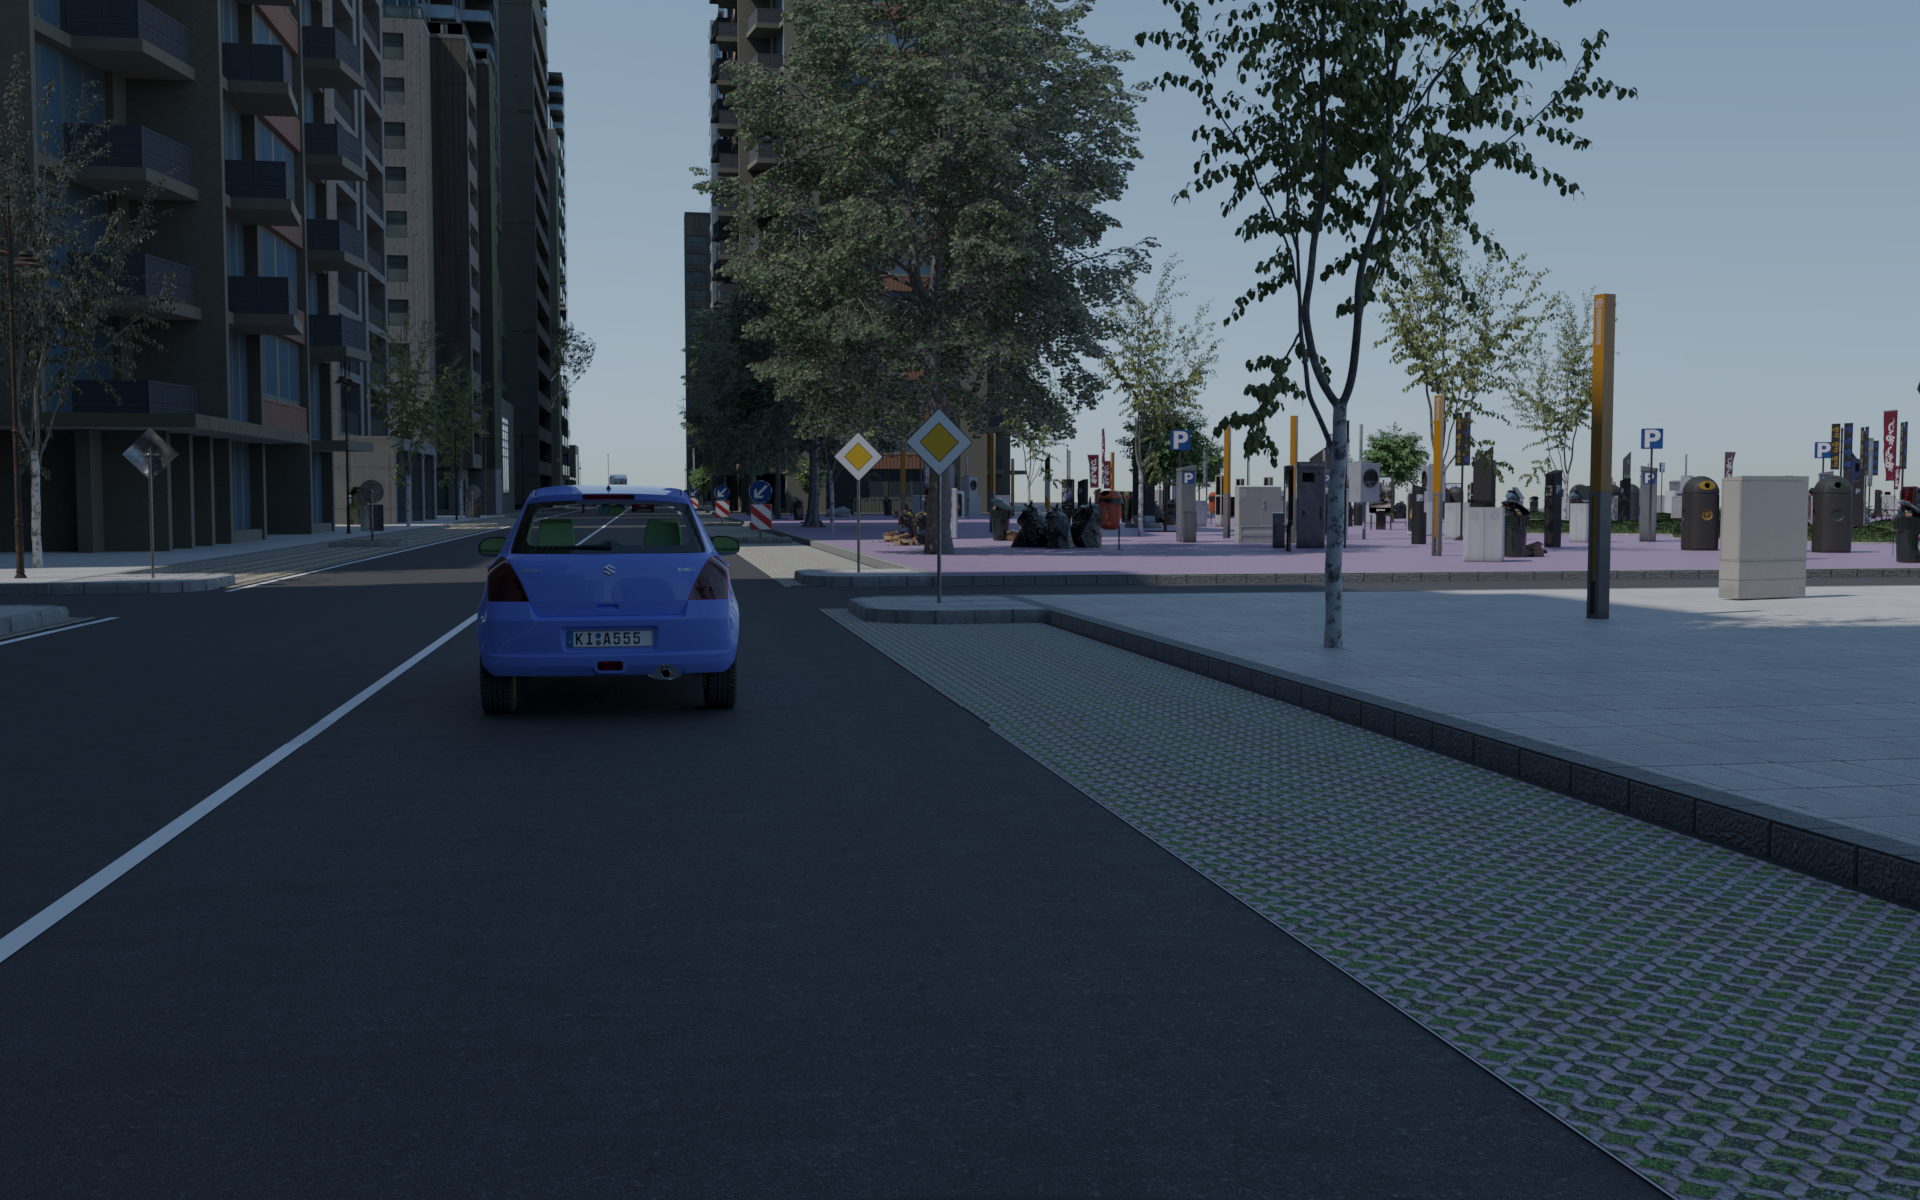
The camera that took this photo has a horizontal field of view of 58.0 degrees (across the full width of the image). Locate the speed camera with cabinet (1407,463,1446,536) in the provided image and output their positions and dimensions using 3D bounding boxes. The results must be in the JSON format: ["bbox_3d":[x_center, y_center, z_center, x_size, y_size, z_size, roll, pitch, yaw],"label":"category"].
[{"bbox_3d":[14.285,-3.593,53.076,0.660,3.252,2.038,0,4,-2],"label":"speed camera with cabinet"}]

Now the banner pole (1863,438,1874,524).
[{"bbox_3d":[35.523,-4.754,67.738,0.863,3.779,0.401,-3,5,-40],"label":"banner pole"}]

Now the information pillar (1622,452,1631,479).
[{"bbox_3d":[36.790,-6.375,95.580,0.504,3.616,0.183,-1,4,-17],"label":"information pillar"}]

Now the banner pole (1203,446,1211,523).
[{"bbox_3d":[10.929,-5.329,77.144,0.401,3.779,0.863,2,4,24],"label":"banner pole"}]

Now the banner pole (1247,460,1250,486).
[{"bbox_3d":[14.062,-5.775,84.431,0.401,3.779,0.863,1,4,20],"label":"banner pole"}]

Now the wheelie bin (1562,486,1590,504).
[{"bbox_3d":[23.330,-3.491,64.983,0.980,1.594,0.693,-1,4,-16],"label":"wheelie bin"}]

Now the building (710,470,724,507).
[{"bbox_3d":[-13.704,-44.604,167.519,20.563,71.187,20.611,-1,4,-10],"label":"building"}]

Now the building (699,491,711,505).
[{"bbox_3d":[-14.795,-31.447,206.042,32.217,40.220,23.993,-1,4,-10],"label":"building"}]

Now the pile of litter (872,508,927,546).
[{"bbox_3d":[-1.222,-1.808,43.528,1.719,0.858,1.176,-3,5,-43],"label":"pile of litter"}]

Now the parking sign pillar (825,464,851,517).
[{"bbox_3d":[-6.788,-6.603,96.439,1.447,3.967,1.447,-1,4,-17],"label":"parking sign pillar"}]

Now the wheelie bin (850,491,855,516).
[{"bbox_3d":[-6.650,-5.854,103.613,0.693,1.594,0.980,0,4,-6],"label":"wheelie bin"}]

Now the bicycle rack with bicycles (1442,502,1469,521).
[{"bbox_3d":[23.064,-4.154,81.303,2.925,0.926,2.852,-2,4,-32],"label":"bicycle rack with bicycles"}]

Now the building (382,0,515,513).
[{"bbox_3d":[-44.269,-49.768,126.379,22.319,86.520,31.000,-1,4,-10],"label":"building"}]

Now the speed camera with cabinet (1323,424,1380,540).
[{"bbox_3d":[10.793,-3.319,48.609,2.038,3.252,0.660,-2,4,-24],"label":"speed camera with cabinet"}]

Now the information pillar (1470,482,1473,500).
[{"bbox_3d":[31.521,-6.240,106.520,0.304,2.012,0.304,1,4,13],"label":"information pillar"}]

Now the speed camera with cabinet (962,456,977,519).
[{"bbox_3d":[0.047,-5.756,88.443,0.660,3.252,2.038,3,5,40],"label":"speed camera with cabinet"}]

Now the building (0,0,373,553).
[{"bbox_3d":[-29.398,-24.066,48.100,22.147,44.769,28.867,-1,4,-10],"label":"building"}]

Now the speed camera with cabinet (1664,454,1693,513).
[{"bbox_3d":[35.636,-5.579,85.556,2.038,3.252,0.660,-3,4,-37],"label":"speed camera with cabinet"}]

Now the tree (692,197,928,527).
[{"bbox_3d":[-5.597,-9.176,67.039,9.611,12.733,9.660,0,3,0],"label":"tree"}]

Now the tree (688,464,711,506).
[{"bbox_3d":[-27.991,-12.553,188.947,4.285,4.588,4.351,0,3,0],"label":"tree"}]

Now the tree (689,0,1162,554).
[{"bbox_3d":[-0.563,-7.971,36.974,9.857,13.997,8.962,0,3,0],"label":"tree"}]

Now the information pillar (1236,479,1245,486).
[{"bbox_3d":[13.225,-4.729,81.810,0.304,2.012,0.304,-3,5,-42],"label":"information pillar"}]

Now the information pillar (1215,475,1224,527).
[{"bbox_3d":[10.273,-3.902,68.295,0.304,2.012,0.304,-3,5,-43],"label":"information pillar"}]

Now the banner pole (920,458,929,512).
[{"bbox_3d":[-1.860,-6.212,91.576,0.863,3.779,0.401,-2,4,-26],"label":"banner pole"}]

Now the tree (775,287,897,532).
[{"bbox_3d":[-4.243,-6.580,57.943,4.360,8.622,3.978,0,3,0],"label":"tree"}]

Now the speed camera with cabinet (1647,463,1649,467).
[{"bbox_3d":[43.461,-7.158,111.362,2.038,3.252,0.660,3,5,44],"label":"speed camera with cabinet"}]

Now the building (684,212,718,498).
[{"bbox_3d":[-33.171,-34.859,253.535,14.154,41.232,14.086,-1,4,-10],"label":"building"}]

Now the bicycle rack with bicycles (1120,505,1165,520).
[{"bbox_3d":[9.384,-4.352,84.540,2.925,0.926,2.852,3,5,41],"label":"bicycle rack with bicycles"}]

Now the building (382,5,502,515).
[{"bbox_3d":[-36.086,-20.452,106.099,14.160,30.474,14.107,-1,4,-10],"label":"building"}]

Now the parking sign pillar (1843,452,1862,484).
[{"bbox_3d":[48.464,-6.453,93.985,1.447,3.967,1.447,-2,4,-34],"label":"parking sign pillar"}]

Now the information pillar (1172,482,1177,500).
[{"bbox_3d":[11.813,-6.322,94.719,0.504,3.616,0.183,1,4,14],"label":"information pillar"}]

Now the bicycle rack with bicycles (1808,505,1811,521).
[{"bbox_3d":[42.042,-4.692,90.089,2.925,0.926,2.852,-1,4,-21],"label":"bicycle rack with bicycles"}]

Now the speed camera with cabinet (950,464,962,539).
[{"bbox_3d":[-0.403,-3.422,50.287,0.660,3.252,2.038,0,4,-3],"label":"speed camera with cabinet"}]

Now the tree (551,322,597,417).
[{"bbox_3d":[-43.445,-19.455,173.983,12.611,20.169,13.585,0,3,0],"label":"tree"}]

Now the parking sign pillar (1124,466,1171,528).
[{"bbox_3d":[7.028,-4.757,66.242,1.447,3.967,1.447,-1,4,-16],"label":"parking sign pillar"}]

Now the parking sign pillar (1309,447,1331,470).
[{"bbox_3d":[18.496,-6.108,88.336,1.447,3.967,1.447,2,4,30],"label":"parking sign pillar"}]

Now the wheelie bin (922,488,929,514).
[{"bbox_3d":[-1.379,-4.771,85.918,0.980,1.594,0.693,-2,4,-24],"label":"wheelie bin"}]

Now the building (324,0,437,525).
[{"bbox_3d":[-35.742,-39.211,79.358,20.563,71.187,20.611,-1,4,-10],"label":"building"}]

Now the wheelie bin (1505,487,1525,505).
[{"bbox_3d":[24.799,-4.255,77.469,0.693,1.594,0.980,3,4,36],"label":"wheelie bin"}]

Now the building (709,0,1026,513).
[{"bbox_3d":[-7.299,-29.070,129.913,22.147,44.769,28.867,-1,4,-10],"label":"building"}]

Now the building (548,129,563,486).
[{"bbox_3d":[-50.760,-30.809,187.316,14.154,41.232,14.086,-1,4,-10],"label":"building"}]

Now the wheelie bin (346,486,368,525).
[{"bbox_3d":[-25.075,-3.931,72.173,0.693,1.594,0.980,1,4,16],"label":"wheelie bin"}]

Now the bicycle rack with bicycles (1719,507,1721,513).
[{"bbox_3d":[38.395,-4.522,87.310,2.925,0.926,2.852,2,4,32],"label":"bicycle rack with bicycles"}]

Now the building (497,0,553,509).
[{"bbox_3d":[-47.917,-32.407,153.554,21.300,48.544,21.600,-1,4,-10],"label":"building"}]

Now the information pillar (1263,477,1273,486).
[{"bbox_3d":[13.188,-4.258,74.116,0.304,2.012,0.304,-3,5,-44],"label":"information pillar"}]

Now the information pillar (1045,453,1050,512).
[{"bbox_3d":[4.992,-6.560,98.612,0.183,3.616,0.504,-2,4,-30],"label":"information pillar"}]

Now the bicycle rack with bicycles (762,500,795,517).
[{"bbox_3d":[-10.204,-5.227,98.851,2.852,0.926,2.925,0,4,-7],"label":"bicycle rack with bicycles"}]

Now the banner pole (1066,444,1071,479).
[{"bbox_3d":[5.477,-5.956,87.405,0.401,3.779,0.863,1,4,19],"label":"banner pole"}]

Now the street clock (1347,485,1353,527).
[{"bbox_3d":[15.348,-3.886,68.109,0.358,2.002,0.471,0,4,0],"label":"street clock"}]

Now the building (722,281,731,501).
[{"bbox_3d":[-13.685,-23.199,150.997,14.160,30.474,14.107,-1,4,-10],"label":"building"}]

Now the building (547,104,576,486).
[{"bbox_3d":[-58.979,-35.999,208.192,23.786,49.044,30.456,-1,4,-10],"label":"building"}]

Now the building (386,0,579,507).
[{"bbox_3d":[-63.928,-56.554,237.322,22.319,86.520,31.000,-1,4,-10],"label":"building"}]

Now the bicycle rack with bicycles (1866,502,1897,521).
[{"bbox_3d":[40.053,-3.858,76.461,2.925,0.926,2.852,0,4,0],"label":"bicycle rack with bicycles"}]

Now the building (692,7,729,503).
[{"bbox_3d":[-24.340,-56.159,230.870,22.319,86.520,31.000,-1,4,-10],"label":"building"}]

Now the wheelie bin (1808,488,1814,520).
[{"bbox_3d":[41.641,-4.683,84.474,0.980,1.594,0.693,-3,4,-38],"label":"wheelie bin"}]

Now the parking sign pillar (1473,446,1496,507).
[{"bbox_3d":[29.766,-6.718,98.312,1.447,3.967,1.447,-2,4,-34],"label":"parking sign pillar"}]

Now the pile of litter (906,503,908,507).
[{"bbox_3d":[-3.169,-4.927,94.516,1.719,0.858,1.176,-1,4,-10],"label":"pile of litter"}]
